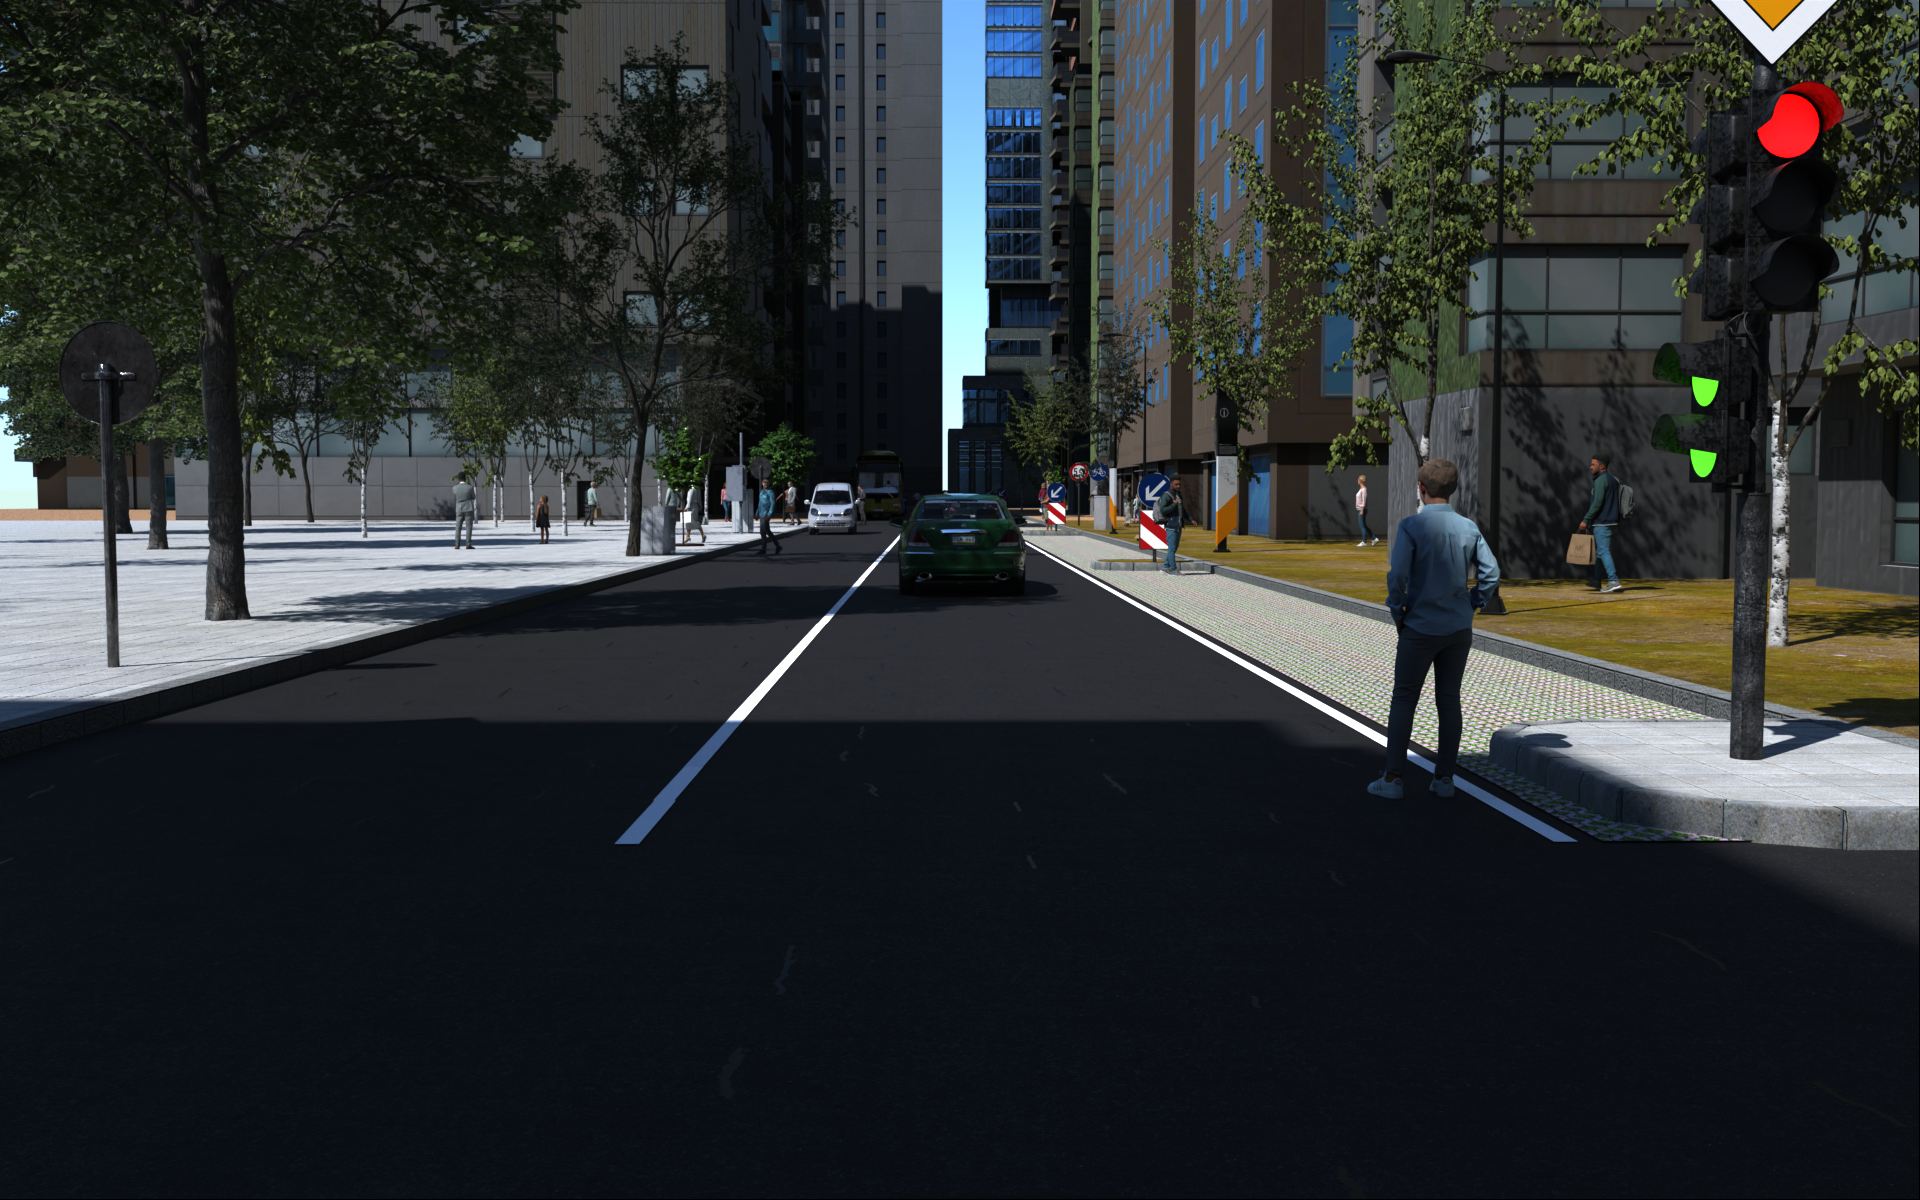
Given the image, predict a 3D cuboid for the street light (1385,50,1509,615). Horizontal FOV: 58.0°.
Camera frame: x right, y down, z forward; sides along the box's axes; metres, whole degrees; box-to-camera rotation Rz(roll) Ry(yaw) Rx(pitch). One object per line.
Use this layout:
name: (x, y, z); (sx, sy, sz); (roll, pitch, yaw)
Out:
street light: (5.150, -2.799, 18.312); (1.470, 5.913, 1.316); (0, 4, -1)

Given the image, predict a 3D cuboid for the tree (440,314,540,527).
tree: (-18.065, -7.130, 66.930); (4.737, 8.622, 4.395); (0, 3, 0)

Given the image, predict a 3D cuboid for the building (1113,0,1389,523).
building: (15.728, -26.969, 91.052); (14.600, 45.320, 14.200); (0, 4, -1)

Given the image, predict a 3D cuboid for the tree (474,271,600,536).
tree: (-14.493, -6.621, 58.617); (4.360, 8.622, 3.978); (0, 3, 0)

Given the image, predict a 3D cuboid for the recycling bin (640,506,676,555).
recycling bin: (-6.435, -1.473, 36.646); (0.722, 1.027, 0.722); (0, 4, 1)

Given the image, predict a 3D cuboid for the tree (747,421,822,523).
tree: (-7.832, -5.757, 77.843); (4.285, 4.588, 4.351); (0, 3, 0)

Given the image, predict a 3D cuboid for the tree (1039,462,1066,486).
tree: (5.733, -6.578, 102.153); (1.663, 3.219, 1.824); (0, 3, 0)

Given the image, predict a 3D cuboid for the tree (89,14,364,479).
tree: (-11.571, -4.705, 27.287); (4.737, 8.622, 4.395); (0, 3, 0)

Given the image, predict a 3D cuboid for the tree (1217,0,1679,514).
tree: (5.783, -4.400, 22.308); (4.737, 8.622, 4.395); (0, 3, 0)

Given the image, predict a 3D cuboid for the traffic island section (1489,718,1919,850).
traffic island section: (3.841, 0.848, 8.415); (2.009, 0.180, 2.903); (0, 4, -1)

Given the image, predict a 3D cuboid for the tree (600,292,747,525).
tree: (-10.904, -6.950, 63.988); (4.360, 8.622, 3.978); (0, 3, 0)

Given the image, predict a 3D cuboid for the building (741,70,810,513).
building: (-17.906, -21.225, 118.731); (14.160, 30.474, 14.107); (0, 4, -1)

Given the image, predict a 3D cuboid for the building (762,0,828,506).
building: (-26.595, -32.042, 143.496); (30.456, 49.044, 23.786); (0, 4, -1)

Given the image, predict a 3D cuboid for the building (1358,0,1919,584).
building: (14.714, -21.297, 31.808); (14.154, 41.232, 14.086); (0, 4, -1)

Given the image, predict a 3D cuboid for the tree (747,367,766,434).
tree: (-10.398, -7.427, 71.792); (4.360, 8.622, 3.978); (0, 3, 0)

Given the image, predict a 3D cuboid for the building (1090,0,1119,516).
building: (14.864, -25.794, 105.323); (14.154, 41.232, 14.086); (0, 4, -1)

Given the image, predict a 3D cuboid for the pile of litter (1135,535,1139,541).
pile of litter: (5.351, -2.037, 47.271); (1.176, 0.858, 1.719); (1, 4, 9)

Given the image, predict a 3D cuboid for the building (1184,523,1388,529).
building: (15.314, -26.045, 75.954); (14.600, 45.320, 14.200); (0, 4, -1)

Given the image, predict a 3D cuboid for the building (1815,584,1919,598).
building: (17.918, -20.332, 16.020); (14.086, 41.232, 14.154); (0, 4, -1)

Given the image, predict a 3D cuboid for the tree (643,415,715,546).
tree: (-6.755, -2.941, 42.686); (1.663, 3.219, 1.824); (0, 3, 0)

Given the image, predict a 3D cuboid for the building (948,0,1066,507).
building: (14.220, -53.001, 179.232); (31.000, 86.520, 22.319); (0, 4, -1)

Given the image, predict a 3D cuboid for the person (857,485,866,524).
person: (-4.673, -4.502, 81.908); (0.447, 1.846, 0.655); (-2, 4, -24)

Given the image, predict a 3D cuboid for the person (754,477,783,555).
person: (-4.493, -1.980, 40.738); (0.748, 1.841, 0.638); (-1, 4, -22)

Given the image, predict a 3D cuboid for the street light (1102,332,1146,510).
street light: (4.786, -4.733, 49.918); (1.470, 5.913, 1.316); (0, 4, -1)

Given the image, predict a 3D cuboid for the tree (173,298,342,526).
tree: (-29.631, -8.789, 78.109); (7.601, 10.594, 8.767); (2, 4, 26)

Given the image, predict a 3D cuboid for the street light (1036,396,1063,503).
street light: (4.302, -6.718, 82.382); (1.470, 5.913, 1.316); (0, 4, -1)

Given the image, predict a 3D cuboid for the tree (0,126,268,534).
tree: (-27.438, -9.134, 56.002); (9.857, 13.997, 8.962); (0, 3, 0)

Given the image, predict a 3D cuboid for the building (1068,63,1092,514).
building: (14.395, -21.306, 120.047); (14.160, 30.474, 14.107); (0, 4, -1)

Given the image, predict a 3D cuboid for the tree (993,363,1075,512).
tree: (4.650, -8.920, 96.198); (4.737, 8.622, 4.395); (0, 3, 0)

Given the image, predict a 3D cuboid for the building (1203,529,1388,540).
building: (15.298, -24.690, 53.794); (14.600, 45.320, 14.200); (0, 4, -1)

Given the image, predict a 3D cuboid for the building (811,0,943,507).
building: (-15.846, -39.002, 179.674); (28.212, 58.520, 21.231); (0, 4, -1)

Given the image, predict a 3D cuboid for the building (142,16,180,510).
building: (-52.637, -31.849, 144.433); (21.600, 48.544, 21.300); (0, 4, -1)

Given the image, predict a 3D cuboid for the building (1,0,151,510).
building: (-70.583, -30.453, 148.021); (14.200, 45.320, 14.600); (0, 4, -1)

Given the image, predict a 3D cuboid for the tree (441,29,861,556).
tree: (-6.496, -6.162, 35.160); (7.601, 10.594, 8.767); (3, 5, 40)

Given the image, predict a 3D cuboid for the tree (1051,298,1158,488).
tree: (5.640, -7.016, 65.078); (4.360, 8.622, 3.978); (0, 3, 0)

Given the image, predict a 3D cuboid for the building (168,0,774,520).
building: (-24.856, -30.996, 96.022); (28.713, 52.752, 27.495); (0, 4, -1)

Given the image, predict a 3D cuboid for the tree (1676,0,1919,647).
tree: (6.774, -3.902, 14.168); (4.737, 8.622, 4.395); (0, 3, 0)

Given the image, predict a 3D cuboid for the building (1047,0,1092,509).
building: (18.728, -29.801, 141.864); (22.147, 44.769, 28.867); (0, 4, -1)

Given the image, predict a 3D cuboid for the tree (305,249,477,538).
tree: (-17.403, -6.151, 50.936); (4.360, 8.622, 3.978); (0, 3, 0)

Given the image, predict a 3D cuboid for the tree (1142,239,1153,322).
tree: (6.653, -5.647, 42.693); (4.737, 8.622, 4.395); (0, 3, 0)

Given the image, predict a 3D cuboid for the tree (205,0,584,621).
tree: (-7.940, -6.073, 17.420); (7.486, 12.596, 7.792); (0, 3, 0)
